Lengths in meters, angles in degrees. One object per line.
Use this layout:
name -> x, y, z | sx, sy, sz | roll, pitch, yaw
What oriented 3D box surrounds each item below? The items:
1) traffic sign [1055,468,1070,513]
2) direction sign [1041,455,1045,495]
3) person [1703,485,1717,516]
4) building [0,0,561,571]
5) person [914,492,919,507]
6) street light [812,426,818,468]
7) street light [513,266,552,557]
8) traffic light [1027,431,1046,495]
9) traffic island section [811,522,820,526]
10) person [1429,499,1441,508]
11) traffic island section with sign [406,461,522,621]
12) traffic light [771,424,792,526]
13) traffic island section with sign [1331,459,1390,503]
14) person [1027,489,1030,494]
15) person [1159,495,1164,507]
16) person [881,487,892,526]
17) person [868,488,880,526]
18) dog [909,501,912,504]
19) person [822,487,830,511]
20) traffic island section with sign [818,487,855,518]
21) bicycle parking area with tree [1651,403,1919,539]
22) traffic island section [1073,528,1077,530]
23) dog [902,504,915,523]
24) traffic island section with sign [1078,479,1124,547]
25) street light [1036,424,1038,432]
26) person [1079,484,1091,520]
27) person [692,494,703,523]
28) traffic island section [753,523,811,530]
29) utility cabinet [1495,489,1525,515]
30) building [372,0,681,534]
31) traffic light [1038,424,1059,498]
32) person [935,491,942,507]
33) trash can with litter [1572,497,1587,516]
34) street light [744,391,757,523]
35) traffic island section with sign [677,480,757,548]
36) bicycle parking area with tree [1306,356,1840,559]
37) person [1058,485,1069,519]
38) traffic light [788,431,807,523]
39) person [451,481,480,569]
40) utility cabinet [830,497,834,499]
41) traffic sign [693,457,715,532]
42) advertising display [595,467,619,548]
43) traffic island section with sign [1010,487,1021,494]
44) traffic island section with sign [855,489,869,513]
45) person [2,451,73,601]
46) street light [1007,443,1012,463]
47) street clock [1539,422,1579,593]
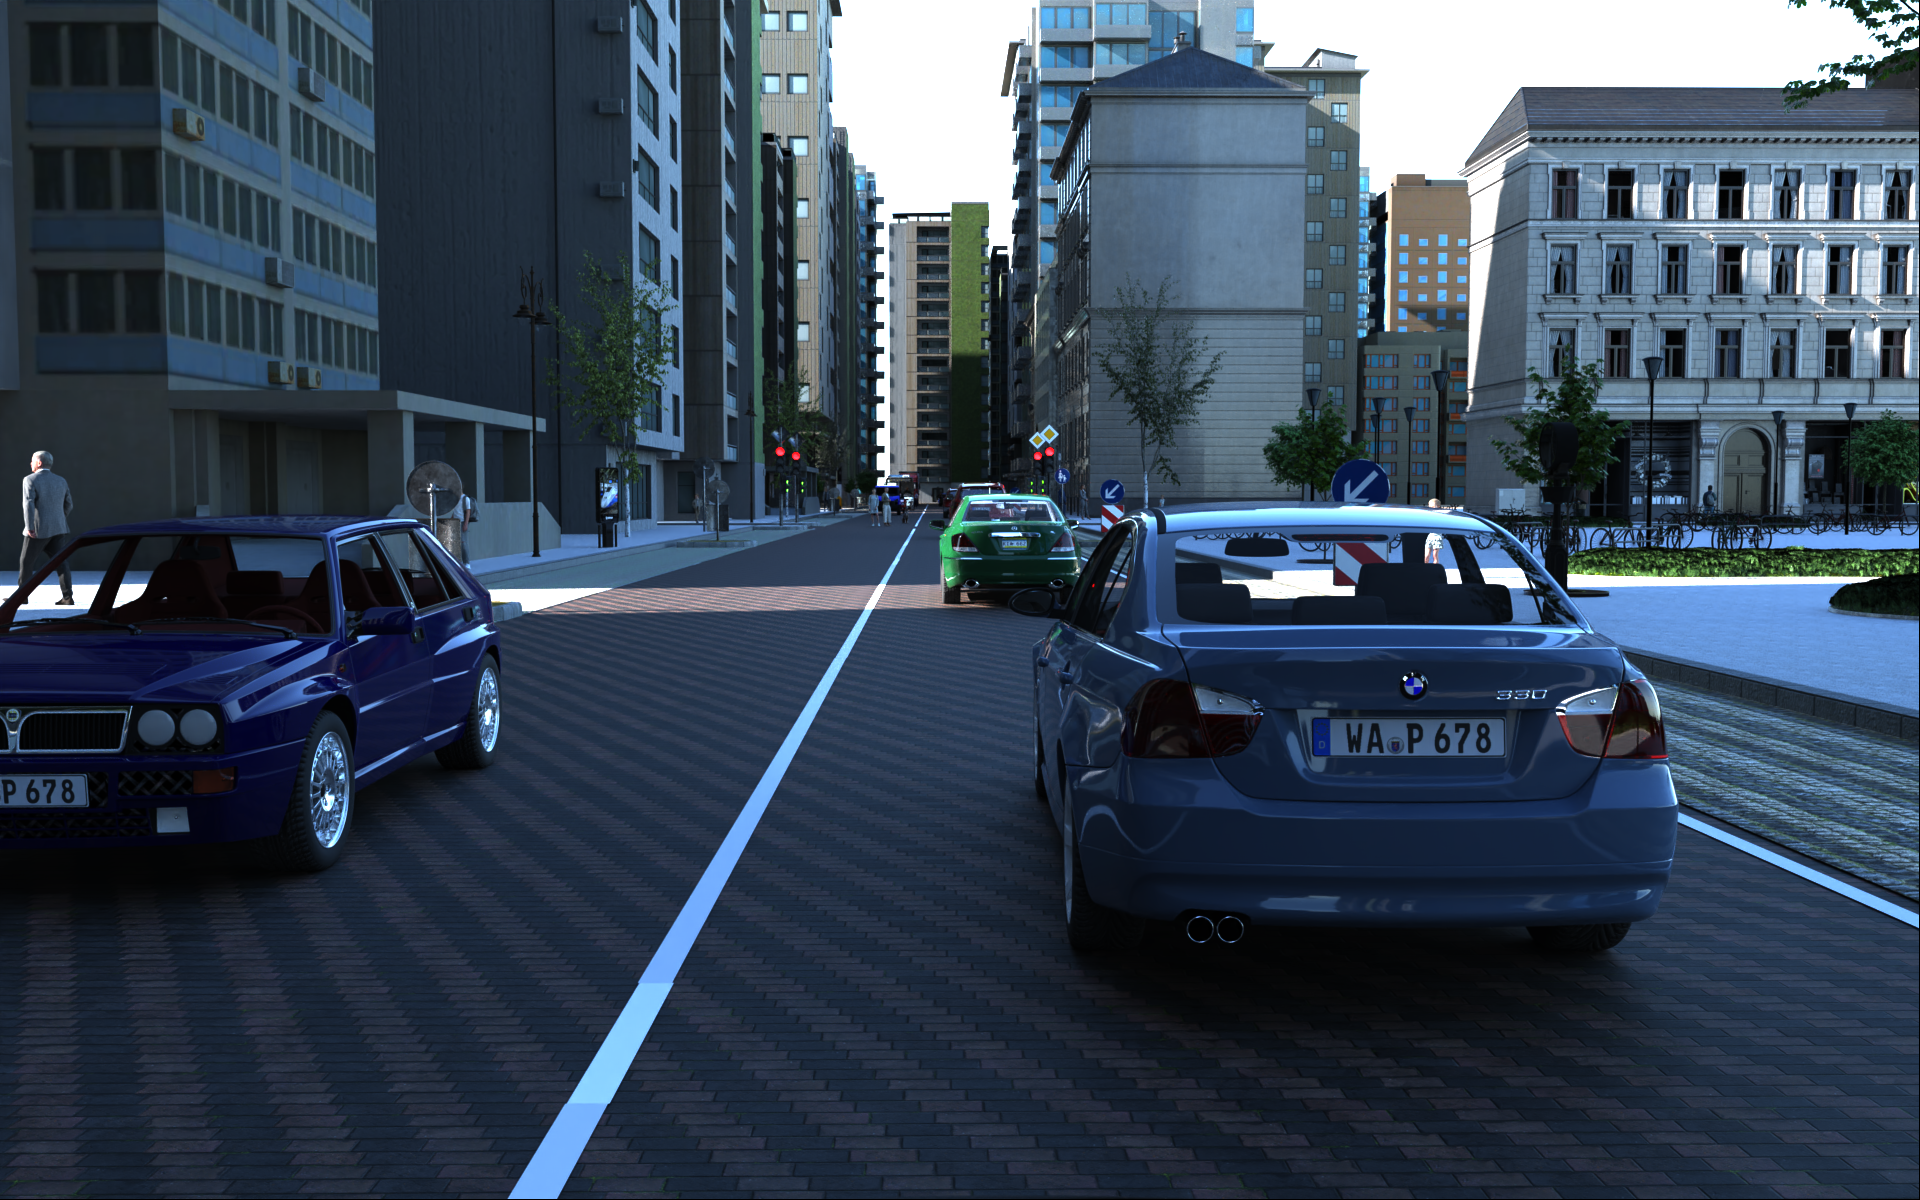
traffic sign -> 5.065, -5.241, 85.804 | 0.768, 2.556, 0.104 | 0, 4, 4
direction sign -> 4.860, -6.706, 101.639 | 0.379, 3.537, 0.876 | 1, 4, 13
person -> 32.969, -4.147, 76.290 | 0.713, 1.824, 0.794 | -2, 4, -25
building -> -25.534, -20.862, 32.977 | 32.217, 40.220, 23.993 | 0, 4, -1
person -> -4.737, -10.734, 184.938 | 0.436, 1.711, 0.756 | -2, 4, -27
street light -> -9.886, -8.867, 117.768 | 0.468, 5.910, 1.993 | 0, 4, -1
street light -> -8.667, -3.820, 35.250 | 0.468, 5.910, 1.993 | 0, 4, -1
traffic light -> 3.457, -5.439, 77.840 | 0.839, 4.253, 0.868 | 0, 4, -1
traffic island section -> -7.343, -3.396, 77.798 | 2.009, 0.180, 2.903 | 0, 4, -1
person -> 7.272, -0.935, 26.348 | 0.505, 1.210, 0.382 | 2, 4, 34
traffic island section with sign -> -6.152, -0.691, 19.923 | 1.989, 1.847, 2.006 | 0, 4, -1
traffic light -> -7.184, -4.939, 69.680 | 0.839, 4.253, 0.868 | 0, 4, -1
traffic island section with sign -> 4.375, -0.708, 20.208 | 1.989, 1.847, 2.006 | 0, 4, -1
person -> 5.176, -7.545, 129.946 | 0.362, 1.759, 0.519 | 0, 4, 1
person -> 10.609, -4.900, 90.841 | 0.332, 1.250, 0.352 | -1, 4, -10
person -> -3.310, -4.245, 78.447 | 0.362, 1.759, 0.519 | 3, 4, 37
person -> -3.850, -4.160, 77.512 | 0.512, 1.701, 0.522 | 0, 4, -6
dog -> -4.180, -8.173, 150.461 | 0.513, 0.831, 0.800 | 0, 4, -7
person -> -9.785, -7.433, 127.759 | 0.709, 1.800, 0.728 | 1, 4, 14
traffic island section with sign -> -7.392, -5.753, 102.696 | 1.989, 1.847, 2.006 | 0, 4, -1
bicycle parking area with tree -> 28.222, -4.287, 57.088 | 9.016, 4.147, 8.231 | 1, 4, 15
traffic island section -> 3.616, -2.917, 69.971 | 2.009, 0.180, 2.903 | 0, 4, -1
dog -> -2.612, -4.196, 85.436 | 0.513, 0.831, 0.800 | 1, 4, 22
traffic island section with sign -> 3.960, -2.358, 47.178 | 1.989, 1.847, 2.006 | 0, 4, -1
street light -> 4.989, -8.550, 112.585 | 0.468, 5.910, 1.993 | 0, 4, -1
person -> 6.280, -4.917, 86.708 | 0.573, 1.790, 0.520 | 1, 4, 13
person -> -11.652, -4.073, 76.902 | 0.475, 1.303, 0.640 | -2, 4, -26
traffic island section -> -7.224, -2.907, 69.814 | 2.009, 0.180, 2.903 | 0, 4, -1
utility cabinet -> 22.571, -3.814, 71.034 | 1.173, 1.500, 0.318 | -1, 4, -12
building -> -17.343, -17.704, 61.167 | 14.107, 30.474, 14.160 | 0, 4, -1
traffic light -> 3.576, -4.950, 69.856 | 0.839, 4.253, 0.868 | 0, 4, -1
person -> -2.226, -11.522, 197.406 | 1.217, 1.766, 0.721 | 2, 4, 24
trash can with litter -> 27.913, -4.041, 77.453 | 1.055, 1.170, 0.624 | 0, 4, -1
street light -> -9.391, -6.427, 77.877 | 0.468, 5.910, 1.993 | 0, 4, -1
traffic island section with sign -> -6.558, -2.345, 46.961 | 1.989, 1.847, 2.006 | 0, 4, -1
bicycle parking area with tree -> 12.657, -3.131, 38.201 | 9.016, 4.147, 8.231 | -2, 4, -27
person -> 5.368, -5.161, 90.604 | 0.419, 1.800, 0.721 | -2, 4, -25
traffic light -> -7.303, -5.428, 77.664 | 0.839, 4.253, 0.868 | 0, 4, -1
person -> -8.527, -1.289, 29.721 | 0.503, 1.515, 0.523 | 1, 4, 9
utility cabinet -> -10.021, -7.804, 136.272 | 0.318, 1.500, 1.173 | -1, 4, -12
traffic sign -> -8.735, -3.608, 59.094 | 0.768, 2.556, 0.104 | 0, 4, 4
advertising display -> -8.457, -2.222, 41.545 | 0.123, 1.923, 0.974 | 1, 4, 16
traffic island section with sign -> 3.143, -5.747, 102.588 | 1.989, 1.847, 2.006 | 0, 4, -1
traffic island section with sign -> -7.793, -7.402, 129.648 | 1.989, 1.847, 2.006 | 0, 4, -1
person -> -10.620, -0.828, 19.974 | 0.834, 1.777, 0.661 | 1, 4, 13
street light -> 4.319, -11.001, 152.657 | 0.468, 5.910, 1.993 | 0, 4, -1
street clock -> 6.029, -0.790, 17.492 | 0.358, 2.002, 0.471 | 0, 4, -3
